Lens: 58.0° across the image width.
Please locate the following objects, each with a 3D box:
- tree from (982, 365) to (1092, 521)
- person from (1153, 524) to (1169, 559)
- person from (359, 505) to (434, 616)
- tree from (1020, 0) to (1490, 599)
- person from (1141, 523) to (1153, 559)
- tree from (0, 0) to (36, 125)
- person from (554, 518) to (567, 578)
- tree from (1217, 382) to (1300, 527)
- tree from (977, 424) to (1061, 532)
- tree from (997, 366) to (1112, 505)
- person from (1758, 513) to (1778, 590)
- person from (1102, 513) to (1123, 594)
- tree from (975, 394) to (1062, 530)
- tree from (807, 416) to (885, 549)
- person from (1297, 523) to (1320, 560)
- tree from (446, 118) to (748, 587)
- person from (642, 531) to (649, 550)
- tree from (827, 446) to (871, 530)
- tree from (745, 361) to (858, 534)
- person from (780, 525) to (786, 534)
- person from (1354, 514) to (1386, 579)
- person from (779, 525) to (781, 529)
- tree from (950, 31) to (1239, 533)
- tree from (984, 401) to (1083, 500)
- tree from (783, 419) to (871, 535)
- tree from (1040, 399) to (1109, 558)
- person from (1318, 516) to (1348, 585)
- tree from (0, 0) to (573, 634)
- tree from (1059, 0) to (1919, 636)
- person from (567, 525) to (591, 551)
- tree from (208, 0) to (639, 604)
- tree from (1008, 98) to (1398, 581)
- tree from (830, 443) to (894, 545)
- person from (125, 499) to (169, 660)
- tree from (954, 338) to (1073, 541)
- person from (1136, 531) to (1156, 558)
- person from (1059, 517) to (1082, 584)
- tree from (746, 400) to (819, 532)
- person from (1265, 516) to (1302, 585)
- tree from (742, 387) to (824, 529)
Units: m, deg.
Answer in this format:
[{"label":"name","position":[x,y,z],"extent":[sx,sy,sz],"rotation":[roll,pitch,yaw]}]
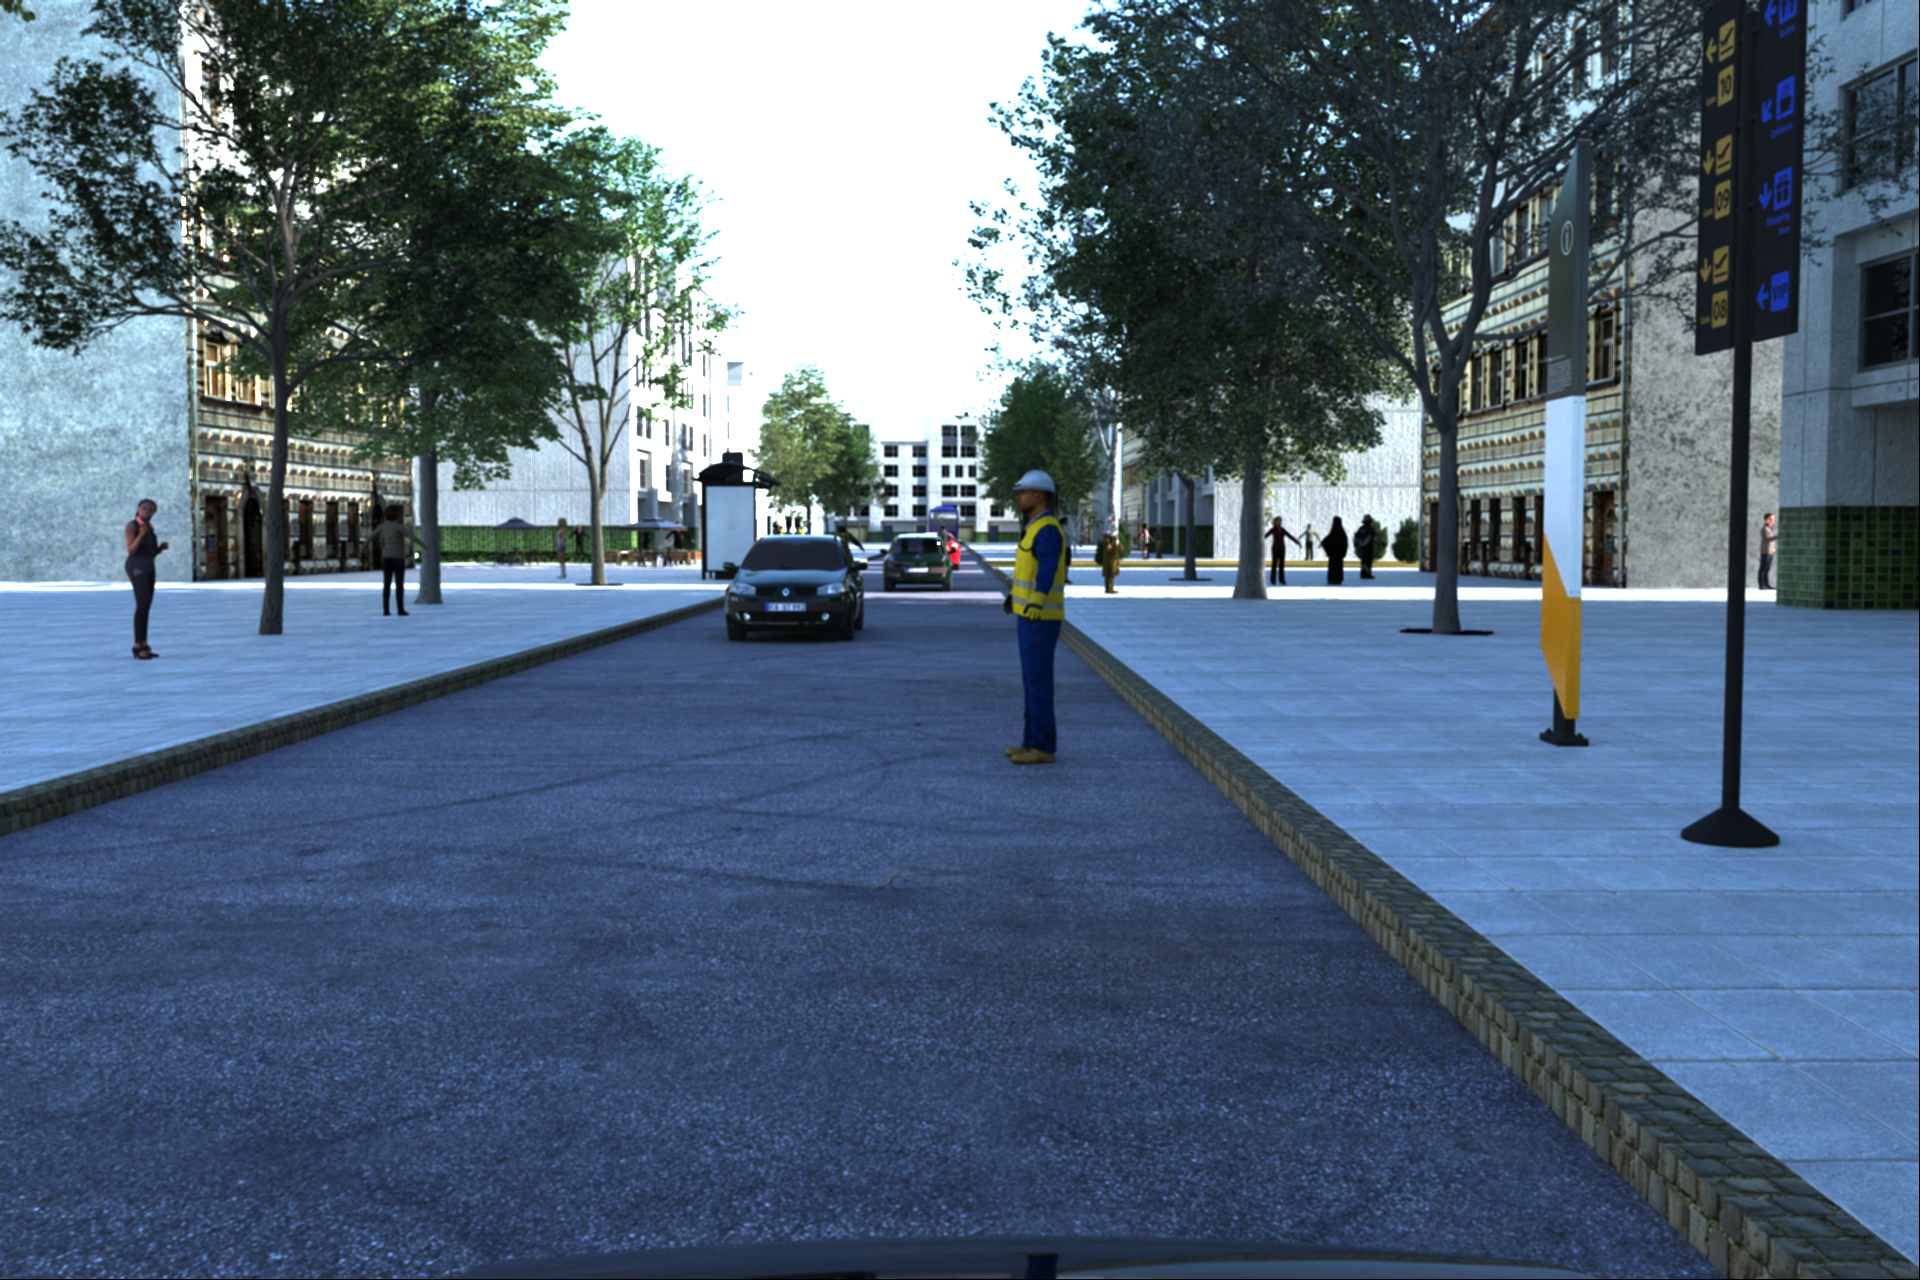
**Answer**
[{"label":"tree","position":[4.898,-12.131,116.476],"extent":[7.486,12.596,7.792],"rotation":[0,3,0]},{"label":"person","position":[10.367,-5.113,89.876],"extent":[0.705,1.796,1.348],"rotation":[3,5,40]},{"label":"person","position":[-8.914,-1.259,27.346],"extent":[1.215,1.744,0.721],"rotation":[0,4,6]},{"label":"tree","position":[5.791,-7.804,34.257],"extent":[9.857,13.997,8.962],"rotation":[0,3,0]},{"label":"person","position":[9.458,-5.010,88.057],"extent":[0.704,1.843,1.345],"rotation":[2,4,30]},{"label":"tree","position":[-9.040,-3.819,12.799],"extent":[4.737,8.622,4.395],"rotation":[0,3,0]},{"label":"person","position":[-11.627,-2.666,50.208],"extent":[0.721,1.753,1.214],"rotation":[-1,4,-21]},{"label":"tree","position":[13.271,-7.789,77.714],"extent":[4.737,8.622,4.395],"rotation":[0,3,0]},{"label":"tree","position":[5.225,-13.552,147.331],"extent":[9.928,11.665,9.643],"rotation":[0,3,0]},{"label":"tree","position":[5.770,-10.975,105.194],"extent":[9.928,11.665,9.643],"rotation":[0,3,0]},{"label":"person","position":[18.682,-2.029,39.742],"extent":[0.617,1.759,0.750],"rotation":[-2,4,-34]},{"label":"person","position":[3.333,-1.874,37.420],"extent":[0.721,1.736,1.217],"rotation":[1,4,18]},{"label":"tree","position":[5.066,-13.511,139.029],"extent":[7.486,12.596,7.792],"rotation":[0,3,0]},{"label":"tree","position":[-10.040,-13.769,150.878],"extent":[9.928,11.665,9.643],"rotation":[0,3,0]},{"label":"person","position":[17.297,-4.874,85.817],"extent":[1.348,1.813,0.705],"rotation":[-1,4,-20]},{"label":"tree","position":[-8.978,-7.150,42.652],"extent":[9.928,11.665,9.643],"rotation":[0,3,0]},{"label":"person","position":[-17.245,-5.443,94.932],"extent":[0.705,1.837,1.347],"rotation":[0,4,-2]},{"label":"tree","position":[-9.834,-11.645,140.752],"extent":[4.360,8.622,3.978],"rotation":[0,3,0]},{"label":"tree","position":[-10.336,-11.960,113.679],"extent":[7.486,12.596,7.792],"rotation":[0,3,0]},{"label":"person","position":[-9.074,-4.971,88.080],"extent":[1.217,1.733,0.721],"rotation":[-1,4,-23]},{"label":"person","position":[11.706,-2.683,49.728],"extent":[0.704,1.845,1.351],"rotation":[-2,4,-26]},{"label":"person","position":[-10.494,-5.828,101.420],"extent":[1.346,1.812,0.704],"rotation":[-2,4,-33]},{"label":"tree","position":[5.540,-12.780,64.837],"extent":[12.611,20.169,13.585],"rotation":[0,3,0]},{"label":"tree","position":[5.602,-12.408,128.622],"extent":[9.928,11.665,9.643],"rotation":[0,3,0]},{"label":"tree","position":[-10.307,-12.012,130.809],"extent":[7.601,10.594,8.767],"rotation":[0,4,-6]},{"label":"tree","position":[6.272,-8.779,93.896],"extent":[4.737,8.622,4.395],"rotation":[0,3,0]},{"label":"person","position":[9.510,-2.282,44.098],"extent":[1.214,1.737,0.721],"rotation":[-3,5,-45]},{"label":"tree","position":[-8.500,-5.355,21.968],"extent":[7.601,10.594,8.767],"rotation":[-1,4,-19]},{"label":"tree","position":[6.171,-6.814,21.779],"extent":[12.009,13.543,11.850],"rotation":[0,3,0]},{"label":"person","position":[-20.640,-5.364,93.922],"extent":[1.346,1.802,0.704],"rotation":[-2,4,-27]},{"label":"tree","position":[-9.885,-6.959,31.902],"extent":[7.486,12.596,7.792],"rotation":[0,3,0]},{"label":"tree","position":[6.267,-8.379,47.371],"extent":[12.009,13.543,11.850],"rotation":[0,3,0]},{"label":"tree","position":[-9.736,-14.117,165.218],"extent":[7.601,10.594,8.767],"rotation":[2,4,32]},{"label":"person","position":[-8.385,-0.634,17.883],"extent":[0.415,1.643,0.593],"rotation":[-3,5,-40]},{"label":"tree","position":[5.470,-19.040,167.194],"extent":[12.611,20.169,13.585],"rotation":[0,3,0]},{"label":"person","position":[10.162,-5.368,94.481],"extent":[1.216,1.740,0.721],"rotation":[1,4,22]},{"label":"person","position":[2.792,-2.338,45.055],"extent":[0.721,1.735,1.217],"rotation":[-2,4,-30]},{"label":"tree","position":[-9.397,-8.751,93.440],"extent":[4.737,8.622,4.395],"rotation":[0,3,0]},{"label":"person","position":[8.108,-2.270,43.927],"extent":[1.215,1.729,0.721],"rotation":[-1,4,-17]},{"label":"tree","position":[-9.187,-8.373,87.260],"extent":[4.360,8.622,3.978],"rotation":[0,3,0]}]
